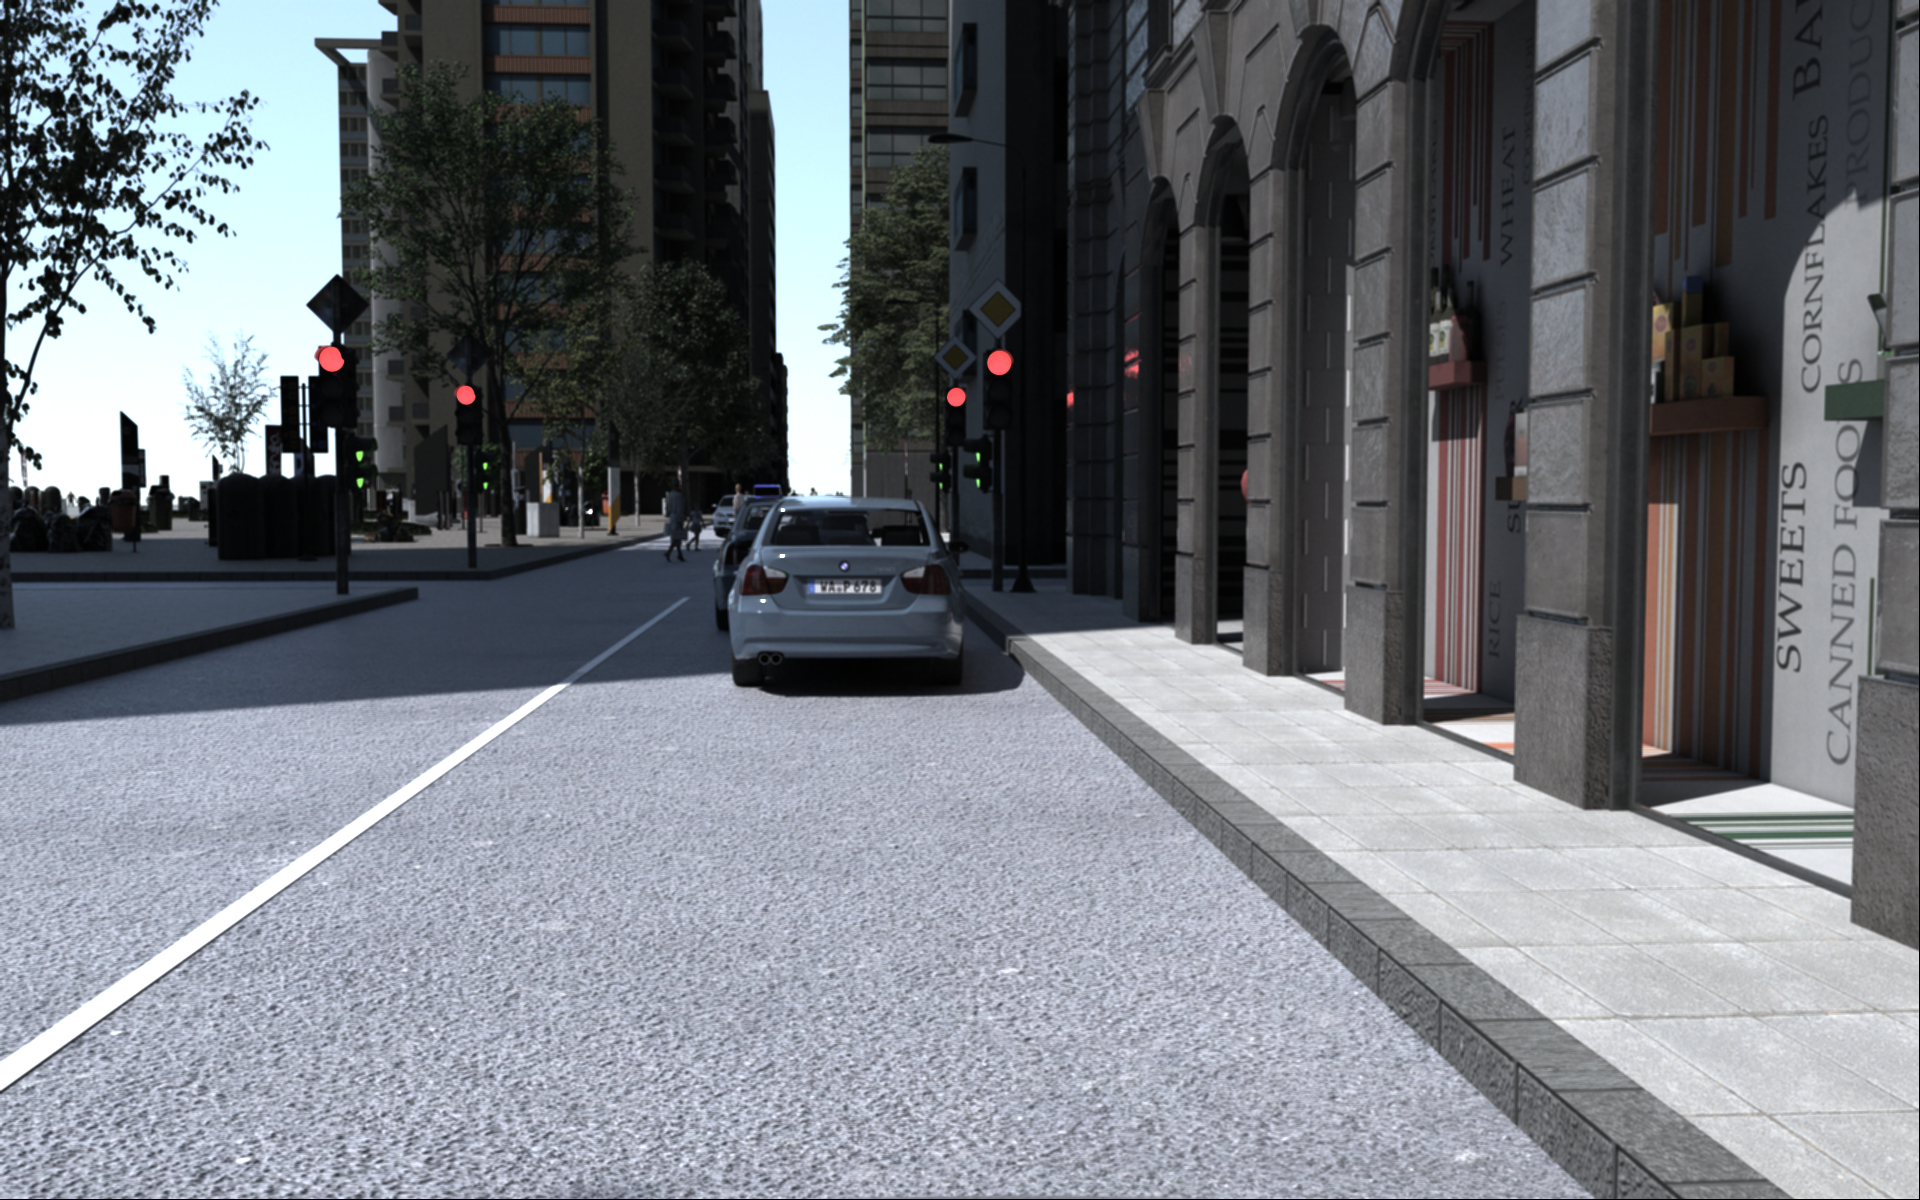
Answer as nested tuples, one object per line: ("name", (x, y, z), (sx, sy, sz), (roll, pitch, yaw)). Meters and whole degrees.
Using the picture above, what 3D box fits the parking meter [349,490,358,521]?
("parking meter", (-24.417, -3.918, 69.770), (0.255, 1.863, 0.399), (-3, 5, -42))

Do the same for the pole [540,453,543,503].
("pole", (-20.520, -5.580, 85.083), (0.158, 3.312, 0.155), (0, 3, 0))

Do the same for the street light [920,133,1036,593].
("street light", (0.284, -3.055, 22.484), (1.470, 5.913, 1.316), (0, 4, -4))

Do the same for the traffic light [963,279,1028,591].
("traffic light", (0.473, -2.069, 22.757), (0.839, 4.253, 0.868), (0, 4, -4))

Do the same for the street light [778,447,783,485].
("street light", (-18.505, -12.118, 170.662), (1.470, 5.913, 1.316), (0, 4, -4))

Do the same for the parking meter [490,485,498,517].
("parking meter", (-26.222, -5.615, 97.521), (0.399, 1.863, 0.255), (1, 4, 22))

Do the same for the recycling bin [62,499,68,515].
("recycling bin", (-50.488, -5.171, 97.098), (0.722, 1.027, 0.722), (-1, 4, -18))

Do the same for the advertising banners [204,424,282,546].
("advertising banners", (-17.753, -2.867, 43.067), (0.090, 3.025, 2.074), (3, 5, 44))

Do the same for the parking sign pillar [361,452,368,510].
("parking sign pillar", (-35.506, -6.997, 102.872), (1.447, 3.967, 1.447), (-1, 4, -10))

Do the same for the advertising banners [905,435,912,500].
("advertising banners", (-1.503, -3.312, 50.346), (0.090, 3.025, 2.074), (0, 4, -5))

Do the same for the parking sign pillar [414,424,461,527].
("parking sign pillar", (-20.466, -4.817, 67.224), (1.447, 3.967, 1.447), (0, 4, 6))

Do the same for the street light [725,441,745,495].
("street light", (-13.947, -8.230, 107.105), (1.470, 5.913, 1.316), (0, 4, -4))

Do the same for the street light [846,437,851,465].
("street light", (-8.172, -10.191, 139.161), (1.470, 5.913, 1.316), (0, 4, -4))

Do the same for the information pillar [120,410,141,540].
("information pillar", (-23.379, -3.512, 48.777), (0.183, 3.616, 0.504), (3, 4, 36))

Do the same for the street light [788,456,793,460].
("street light", (-21.451, -14.567, 210.717), (1.470, 5.913, 1.316), (0, 4, -4))

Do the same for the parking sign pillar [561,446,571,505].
("parking sign pillar", (-22.081, -6.604, 96.443), (1.447, 3.967, 1.447), (-2, 4, -33))

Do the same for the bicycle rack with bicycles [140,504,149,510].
("bicycle rack with bicycles", (-43.795, -4.893, 93.378), (2.925, 0.926, 2.852), (1, 4, 9))

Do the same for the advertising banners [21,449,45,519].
("advertising banners", (-35.839, -4.328, 66.946), (2.074, 3.025, 0.090), (3, 5, 41))

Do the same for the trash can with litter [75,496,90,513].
("trash can with litter", (-47.102, -5.017, 93.420), (0.624, 1.170, 1.055), (1, 4, 16))

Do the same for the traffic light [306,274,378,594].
("traffic light", (-7.916, -2.032, 22.136), (0.839, 4.253, 0.868), (0, 4, -4))

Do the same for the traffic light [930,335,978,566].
("traffic light", (-0.103, -2.557, 30.721), (0.839, 4.253, 0.868), (0, 4, -4))

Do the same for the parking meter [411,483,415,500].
("parking meter", (-25.512, -4.623, 81.300), (0.399, 1.863, 0.255), (0, 4, 5))

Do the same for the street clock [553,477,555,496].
("street clock", (-17.419, -4.228, 73.690), (0.358, 2.002, 0.471), (1, 4, 8))

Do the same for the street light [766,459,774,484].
("street light", (-17.007, -10.822, 149.475), (1.470, 5.913, 1.316), (0, 4, -4))

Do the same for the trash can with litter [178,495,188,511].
("trash can with litter", (-43.536, -5.214, 96.307), (2.233, 1.210, 1.678), (0, 3, 0))

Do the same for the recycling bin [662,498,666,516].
("recycling bin", (-17.207, -5.528, 102.942), (0.722, 1.027, 0.722), (1, 4, 19))

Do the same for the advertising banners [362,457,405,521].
("advertising banners", (-27.540, -5.280, 82.513), (2.074, 3.025, 0.090), (-2, 4, -35))

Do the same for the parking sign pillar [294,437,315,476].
("parking sign pillar", (-30.993, -5.715, 81.914), (1.447, 3.967, 1.447), (3, 5, 44))

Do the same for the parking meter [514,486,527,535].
("parking meter", (-13.874, -2.827, 54.626), (0.372, 1.533, 0.369), (0, 3, 0))

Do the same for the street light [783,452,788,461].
("street light", (-19.841, -13.270, 189.505), (1.470, 5.913, 1.316), (0, 4, -4))

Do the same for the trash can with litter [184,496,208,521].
("trash can with litter", (-35.907, -4.291, 81.551), (0.624, 1.170, 1.055), (2, 4, 33))

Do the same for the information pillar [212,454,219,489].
("information pillar", (-43.672, -6.745, 101.640), (0.183, 3.616, 0.504), (1, 4, 14))

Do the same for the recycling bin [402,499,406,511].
("recycling bin", (-30.847, -5.099, 95.927), (0.722, 1.027, 0.722), (-1, 4, -8))

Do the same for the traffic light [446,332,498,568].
("traffic light", (-8.492, -2.519, 30.101), (0.839, 4.253, 0.868), (0, 4, -4))

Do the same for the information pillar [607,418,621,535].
("information pillar", (-10.769, -3.824, 53.881), (0.183, 3.616, 0.504), (2, 4, 28))

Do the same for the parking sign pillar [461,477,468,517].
("parking sign pillar", (-22.536, -5.322, 75.490), (1.447, 3.967, 1.447), (0, 4, 1))

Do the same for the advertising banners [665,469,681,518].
("advertising banners", (-15.425, -5.939, 93.295), (0.090, 3.025, 2.074), (-2, 4, -35))

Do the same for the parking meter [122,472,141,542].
("parking meter", (-22.352, -2.510, 46.746), (0.255, 1.863, 0.399), (1, 4, 18))

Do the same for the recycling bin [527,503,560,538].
("recycling bin", (-12.318, -2.362, 51.180), (0.722, 1.027, 0.722), (-3, 5, -42))

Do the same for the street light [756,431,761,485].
("street light", (-15.415, -9.526, 128.294), (1.470, 5.913, 1.316), (0, 4, -4))

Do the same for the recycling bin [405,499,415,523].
("recycling bin", (-21.630, -3.468, 69.258), (0.722, 1.027, 0.722), (0, 4, -8))

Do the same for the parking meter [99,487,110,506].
("parking meter", (-31.559, -3.396, 63.934), (0.372, 1.533, 0.369), (0, 3, 0))

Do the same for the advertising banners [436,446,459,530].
("advertising banners", (-18.483, -4.045, 62.319), (0.090, 3.025, 2.074), (0, 4, 1))

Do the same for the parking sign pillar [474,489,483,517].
("parking sign pillar", (-27.763, -6.699, 97.997), (1.447, 3.967, 1.447), (1, 4, 10))

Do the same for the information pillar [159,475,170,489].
("information pillar", (-30.669, -3.810, 66.790), (0.304, 2.012, 0.304), (-3, 4, -39))

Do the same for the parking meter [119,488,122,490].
("parking meter", (-32.036, -3.549, 66.435), (0.372, 1.533, 0.369), (0, 3, 0))

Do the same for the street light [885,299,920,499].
("street light", (-1.078, -4.215, 41.459), (1.470, 5.913, 1.316), (0, 4, -4))

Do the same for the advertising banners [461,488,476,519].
("advertising banners", (-25.240, -5.634, 88.307), (2.074, 3.025, 0.090), (1, 4, 14))

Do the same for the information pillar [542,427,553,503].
("information pillar", (-14.434, -4.235, 60.590), (0.504, 3.616, 0.183), (3, 5, 42))

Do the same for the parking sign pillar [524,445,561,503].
("parking sign pillar", (-20.937, -5.968, 86.042), (1.447, 3.967, 1.447), (1, 4, 12))

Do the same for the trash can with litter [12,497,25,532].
("trash can with litter", (-23.373, -1.981, 43.450), (1.678, 1.210, 2.233), (-1, 4, -11))

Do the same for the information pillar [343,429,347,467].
("information pillar", (-21.969, -4.295, 61.573), (0.183, 3.616, 0.504), (1, 4, 17))

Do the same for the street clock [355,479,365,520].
("street clock", (-23.875, -3.930, 68.820), (0.471, 2.002, 0.358), (3, 4, 37))
